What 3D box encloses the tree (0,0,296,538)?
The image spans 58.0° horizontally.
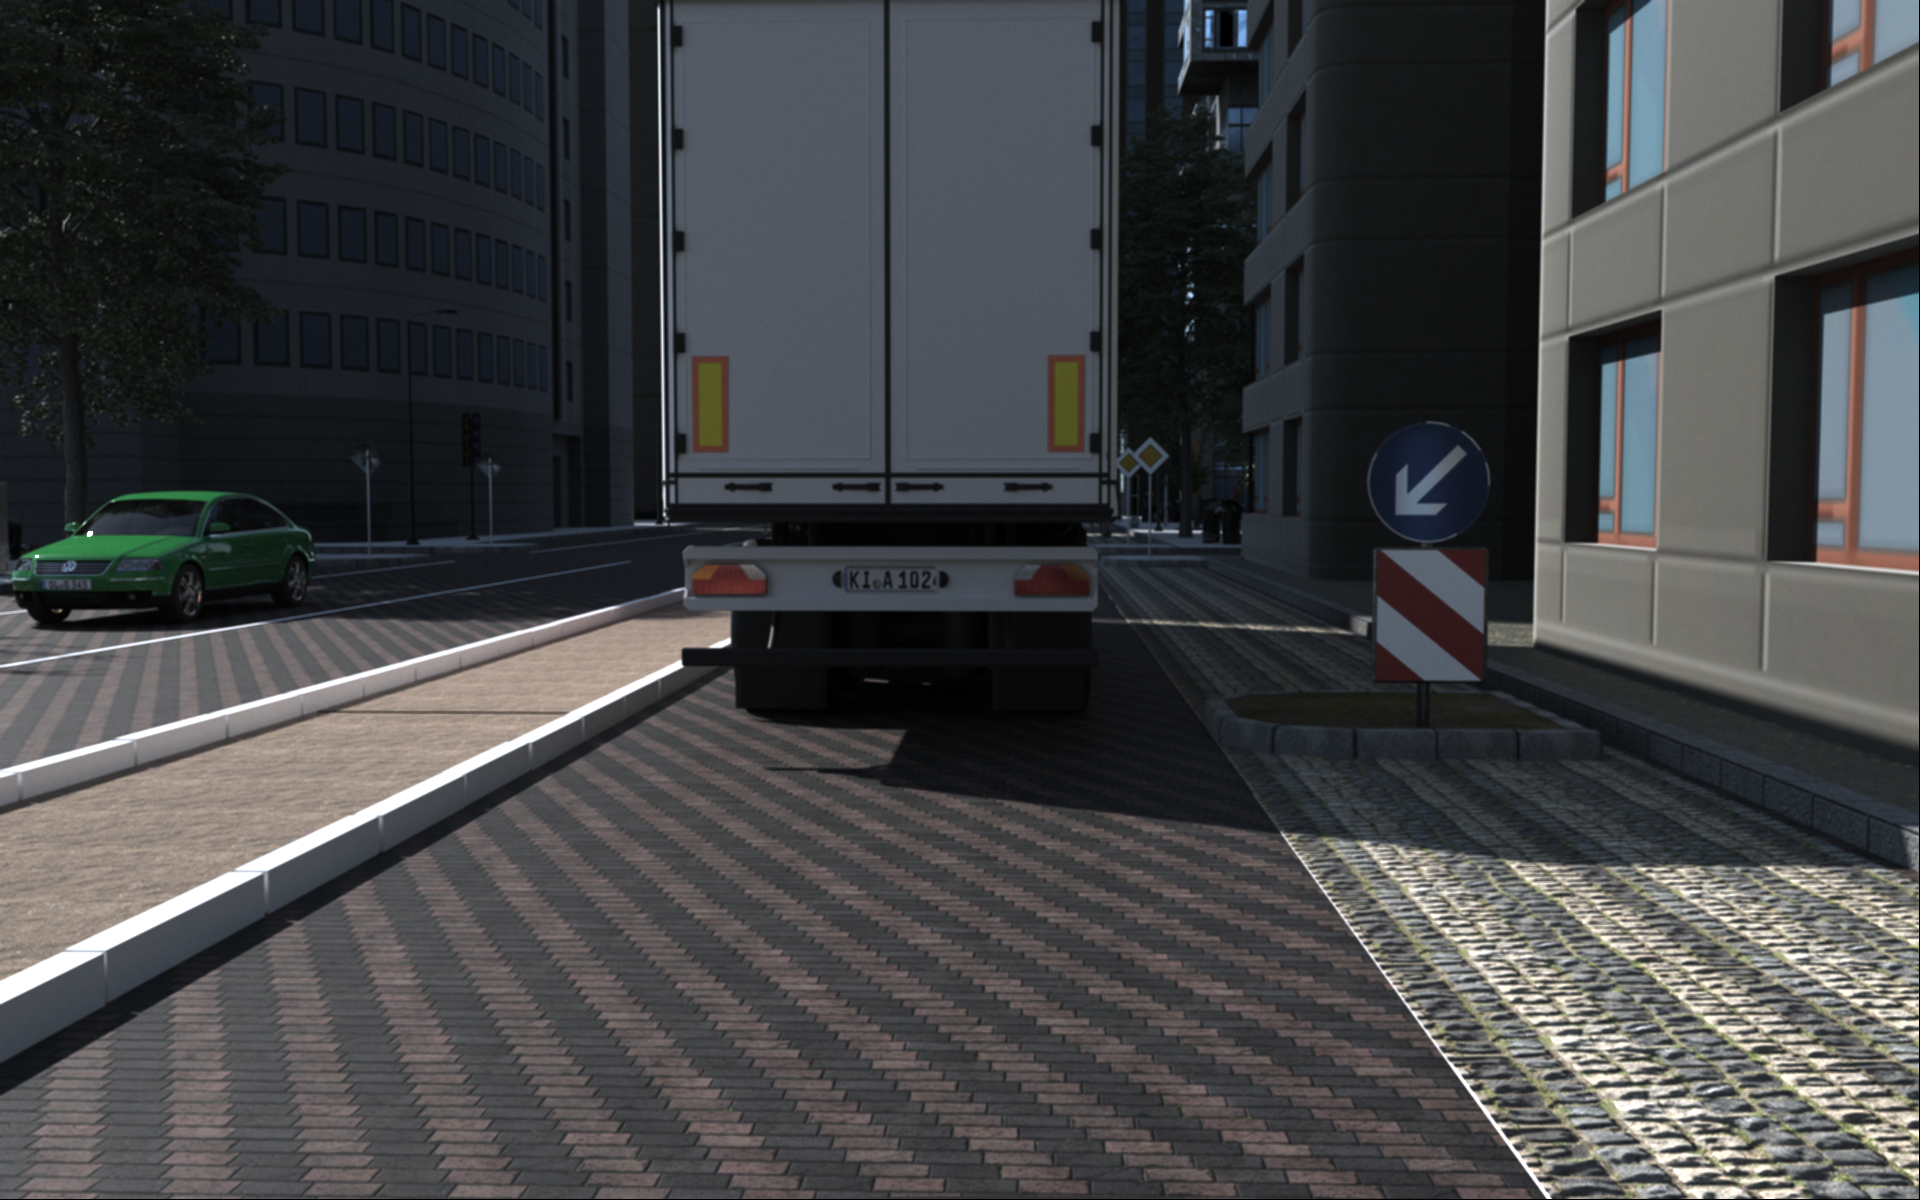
[{"bbox_3d":[-14.659,-6.721,28.017,7.486,12.596,7.792,0,3,0],"label":"tree"}]

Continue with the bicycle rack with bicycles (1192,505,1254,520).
[{"bbox_3d":[12.134,-4.095,80.333,2.925,0.926,2.852,1,4,23],"label":"bicycle rack with bicycles"}]

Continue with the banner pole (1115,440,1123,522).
[{"bbox_3d":[7.370,-5.506,80.047,0.401,3.779,0.863,0,4,1],"label":"banner pole"}]

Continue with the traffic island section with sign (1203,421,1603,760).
[{"bbox_3d":[2.484,-0.098,10.231,1.989,1.847,2.006,0,4,2],"label":"traffic island section with sign"}]

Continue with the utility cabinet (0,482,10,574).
[{"bbox_3d":[-15.312,-1.136,27.250,0.318,1.500,1.173,-1,4,-12],"label":"utility cabinet"}]

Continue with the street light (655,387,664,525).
[{"bbox_3d":[-12.083,-6.111,72.460,1.470,5.913,1.316,0,4,2],"label":"street light"}]

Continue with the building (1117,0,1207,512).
[{"bbox_3d":[17.341,-29.249,128.337,14.600,45.320,14.200,0,4,2],"label":"building"}]

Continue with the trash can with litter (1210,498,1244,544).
[{"bbox_3d":[7.046,-2.016,44.347,0.624,1.170,1.055,3,5,43],"label":"trash can with litter"}]

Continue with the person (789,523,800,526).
[{"bbox_3d":[-5.575,-3.144,60.014,0.767,1.812,0.694,2,4,25],"label":"person"}]

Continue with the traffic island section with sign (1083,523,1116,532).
[{"bbox_3d":[4.844,-3.460,65.206,1.989,1.847,2.006,0,4,2],"label":"traffic island section with sign"}]

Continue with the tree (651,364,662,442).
[{"bbox_3d":[-12.677,-8.033,81.702,4.360,8.622,3.978,0,3,0],"label":"tree"}]

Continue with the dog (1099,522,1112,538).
[{"bbox_3d":[4.678,-2.424,56.472,0.513,0.831,0.800,1,4,17],"label":"dog"}]

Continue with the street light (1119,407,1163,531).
[{"bbox_3d":[6.310,-5.328,59.646,1.470,5.913,1.316,0,4,2],"label":"street light"}]

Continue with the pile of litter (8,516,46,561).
[{"bbox_3d":[-18.413,-1.224,33.980,1.176,0.858,1.719,2,4,34],"label":"pile of litter"}]

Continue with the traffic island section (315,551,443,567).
[{"bbox_3d":[-12.161,-0.814,35.591,2.009,0.180,2.903,0,4,2],"label":"traffic island section"}]

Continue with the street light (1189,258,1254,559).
[{"bbox_3d":[5.208,-3.771,34.201,1.470,5.913,1.316,0,4,2],"label":"street light"}]

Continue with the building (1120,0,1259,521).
[{"bbox_3d":[20.992,-47.897,95.794,22.319,86.520,31.000,0,4,2],"label":"building"}]

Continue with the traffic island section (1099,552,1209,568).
[{"bbox_3d":[3.865,-0.772,34.900,2.009,0.180,2.903,0,4,2],"label":"traffic island section"}]

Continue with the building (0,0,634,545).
[{"bbox_3d":[-24.512,-31.444,56.112,21.231,58.520,28.212,0,4,2],"label":"building"}]

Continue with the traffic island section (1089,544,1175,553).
[{"bbox_3d":[4.208,-1.260,42.878,2.009,0.180,2.903,0,4,2],"label":"traffic island section"}]

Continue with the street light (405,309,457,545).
[{"bbox_3d":[-13.281,-4.342,43.529,1.470,5.913,1.316,0,4,2],"label":"street light"}]

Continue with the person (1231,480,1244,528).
[{"bbox_3d":[10.399,-3.602,64.903,0.573,1.828,0.580,-1,4,-17],"label":"person"}]

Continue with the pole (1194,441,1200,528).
[{"bbox_3d":[9.079,-4.436,66.366,0.158,3.312,0.155,0,3,0],"label":"pole"}]

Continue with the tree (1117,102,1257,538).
[{"bbox_3d":[6.374,-8.141,51.228,7.486,12.596,7.792,0,3,0],"label":"tree"}]

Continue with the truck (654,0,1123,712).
[{"bbox_3d":[-0.170,-1.579,14.723,2.839,4.237,11.283,0,4,2],"label":"truck"}]

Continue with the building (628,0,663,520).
[{"bbox_3d":[-24.011,-28.851,95.421,21.300,48.544,21.600,0,4,2],"label":"building"}]

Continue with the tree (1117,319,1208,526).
[{"bbox_3d":[8.436,-7.639,75.267,4.360,8.622,3.978,0,3,0],"label":"tree"}]

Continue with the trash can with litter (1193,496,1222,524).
[{"bbox_3d":[10.747,-3.836,73.768,2.233,1.210,1.678,-3,5,-43],"label":"trash can with litter"}]

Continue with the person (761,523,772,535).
[{"bbox_3d":[-6.722,-3.163,61.219,0.522,1.701,0.512,1,4,20],"label":"person"}]

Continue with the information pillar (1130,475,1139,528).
[{"bbox_3d":[6.706,-3.788,66.420,0.304,2.012,0.304,1,4,12],"label":"information pillar"}]

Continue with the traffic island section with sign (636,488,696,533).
[{"bbox_3d":[-10.917,-3.424,64.614,1.989,1.847,2.006,0,4,2],"label":"traffic island section with sign"}]

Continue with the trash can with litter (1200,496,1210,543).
[{"bbox_3d":[6.656,-2.089,45.542,0.624,1.170,1.055,1,4,11],"label":"trash can with litter"}]

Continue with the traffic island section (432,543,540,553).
[{"bbox_3d":[-11.819,-1.302,43.569,2.009,0.180,2.903,0,4,2],"label":"traffic island section"}]

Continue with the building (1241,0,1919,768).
[{"bbox_3d":[18.829,-10.643,19.050,27.650,21.520,28.899,0,4,2],"label":"building"}]

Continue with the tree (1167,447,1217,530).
[{"bbox_3d":[8.225,-4.156,62.557,1.663,3.219,1.824,0,3,0],"label":"tree"}]
